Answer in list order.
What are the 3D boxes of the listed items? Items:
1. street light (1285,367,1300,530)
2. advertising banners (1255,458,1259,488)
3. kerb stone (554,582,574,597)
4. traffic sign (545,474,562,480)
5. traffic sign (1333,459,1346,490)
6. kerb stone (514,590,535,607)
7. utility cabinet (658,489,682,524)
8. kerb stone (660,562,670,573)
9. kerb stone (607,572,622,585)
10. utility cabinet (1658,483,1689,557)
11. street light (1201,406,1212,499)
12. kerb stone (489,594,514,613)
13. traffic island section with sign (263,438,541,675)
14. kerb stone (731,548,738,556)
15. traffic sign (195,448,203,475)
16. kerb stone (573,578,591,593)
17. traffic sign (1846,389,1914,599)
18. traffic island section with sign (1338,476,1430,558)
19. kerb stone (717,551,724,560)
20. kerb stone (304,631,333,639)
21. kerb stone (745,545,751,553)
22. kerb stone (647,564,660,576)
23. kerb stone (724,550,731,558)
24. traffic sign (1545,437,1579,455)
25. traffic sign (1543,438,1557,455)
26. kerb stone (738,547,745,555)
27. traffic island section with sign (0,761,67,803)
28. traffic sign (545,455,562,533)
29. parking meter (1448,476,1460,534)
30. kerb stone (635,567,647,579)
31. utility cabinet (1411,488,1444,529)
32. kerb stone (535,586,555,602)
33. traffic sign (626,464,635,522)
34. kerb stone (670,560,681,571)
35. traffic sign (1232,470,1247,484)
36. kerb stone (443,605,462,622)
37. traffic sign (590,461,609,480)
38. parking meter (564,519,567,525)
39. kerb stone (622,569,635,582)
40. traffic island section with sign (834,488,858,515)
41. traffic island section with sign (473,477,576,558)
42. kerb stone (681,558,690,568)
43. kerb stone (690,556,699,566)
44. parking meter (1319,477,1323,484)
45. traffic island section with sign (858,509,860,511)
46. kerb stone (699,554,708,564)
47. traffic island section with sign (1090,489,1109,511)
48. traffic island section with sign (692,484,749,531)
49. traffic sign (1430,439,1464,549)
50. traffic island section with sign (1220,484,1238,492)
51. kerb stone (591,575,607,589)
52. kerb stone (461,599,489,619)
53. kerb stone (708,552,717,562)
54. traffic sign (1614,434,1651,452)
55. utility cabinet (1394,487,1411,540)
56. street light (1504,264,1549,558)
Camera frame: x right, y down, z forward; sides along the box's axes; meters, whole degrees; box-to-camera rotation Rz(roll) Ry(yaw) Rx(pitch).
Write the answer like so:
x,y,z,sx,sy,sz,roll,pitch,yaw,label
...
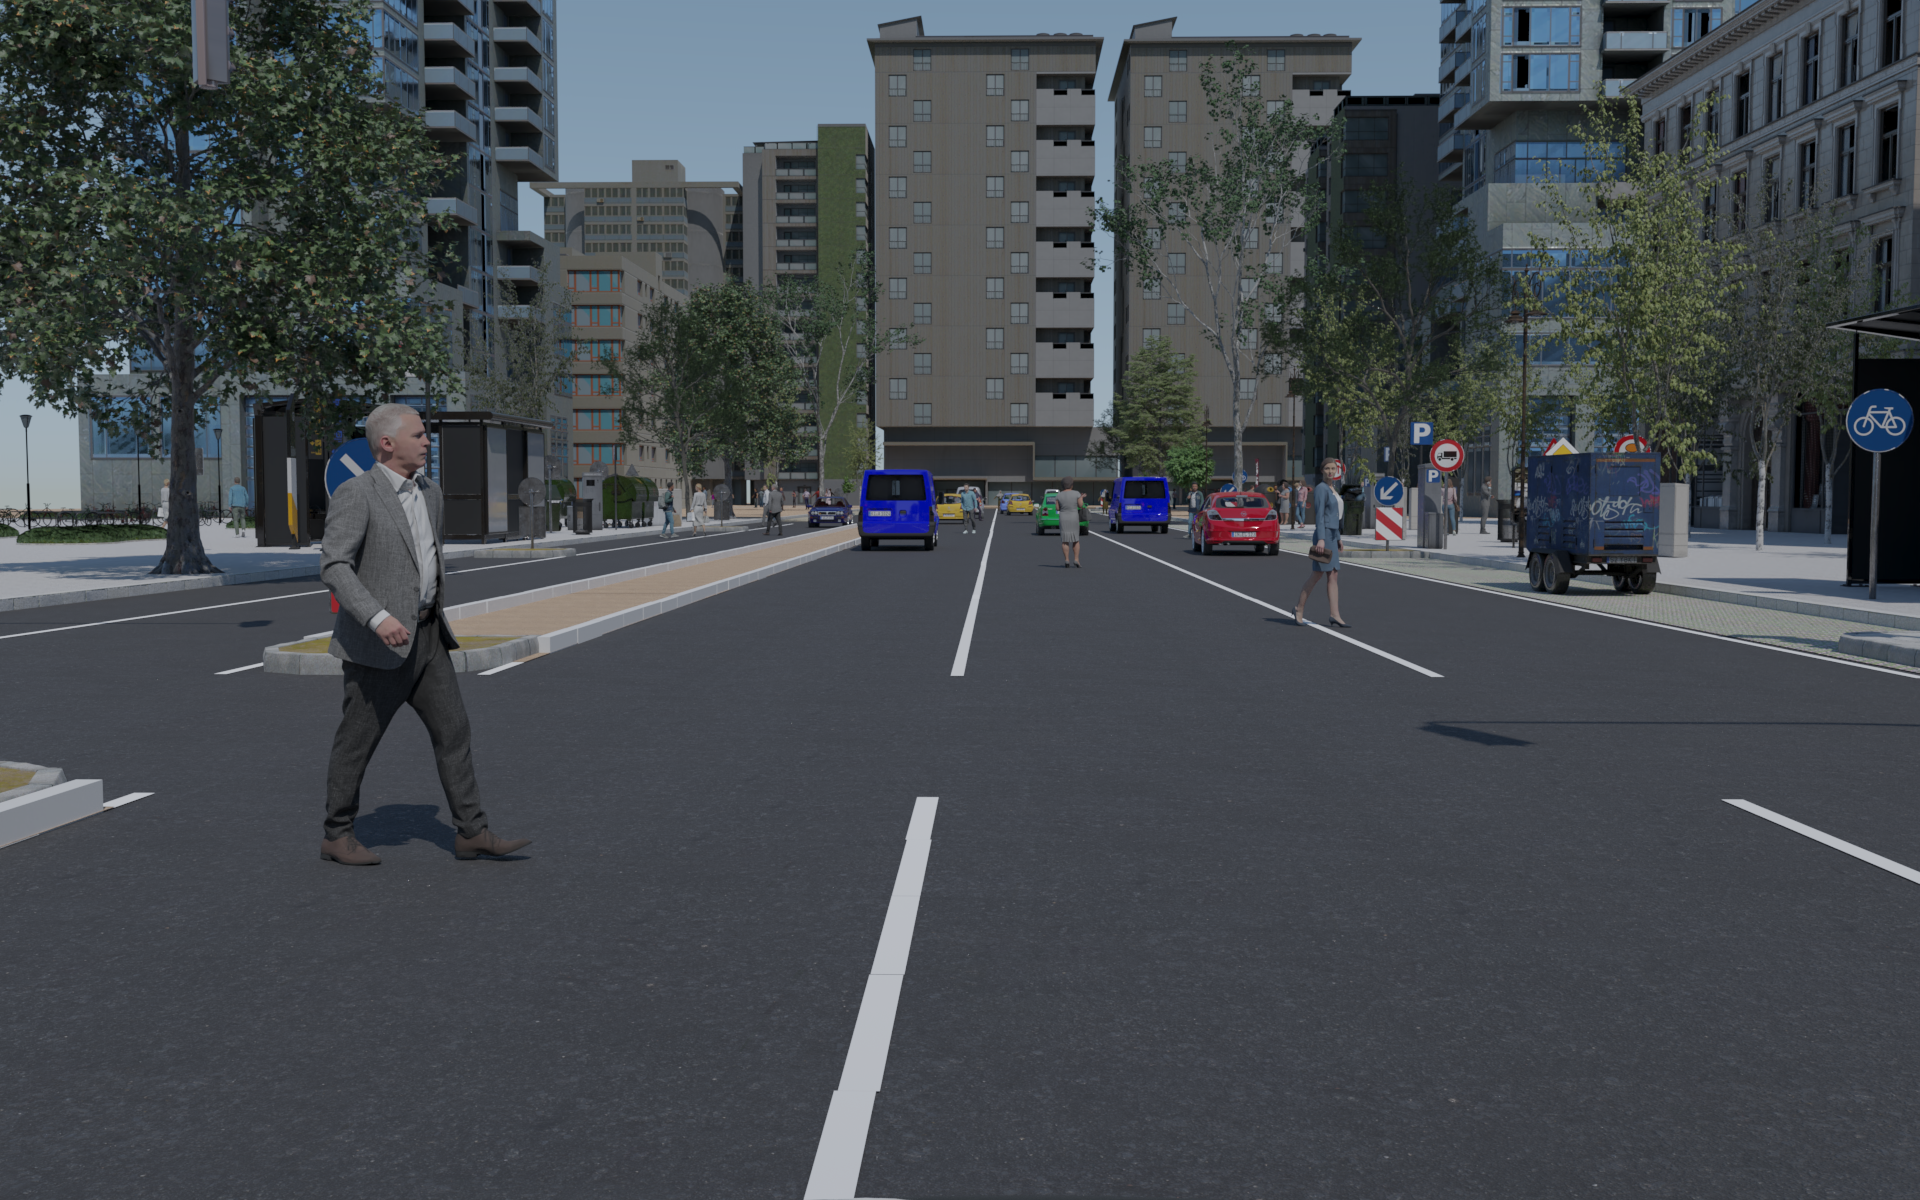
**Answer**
x,y,z,sx,sy,sz,roll,pitch,yaw,label
12.043,-5.488,62.520,0.468,5.910,1.993,0,4,1,street light
14.940,-5.474,85.695,0.090,3.025,2.074,2,4,30,advertising banners
-5.640,-0.129,24.308,0.120,0.150,1.000,0,4,1,kerb stone
-15.092,-3.904,63.834,0.884,2.594,0.081,0,4,5,traffic sign
13.673,-3.859,63.208,0.768,2.556,0.104,0,4,8,traffic sign
-5.685,0.002,22.252,0.120,0.150,1.000,0,4,1,kerb stone
-12.215,-3.898,72.403,1.173,1.500,0.318,-3,4,-37,utility cabinet
-5.469,-0.568,31.487,0.120,0.150,1.000,0,4,1,kerb stone
-5.560,-0.318,27.390,0.120,0.150,1.000,0,4,1,kerb stone
14.454,-1.631,35.346,0.318,1.500,1.173,0,4,-4,utility cabinet
12.703,-7.126,89.300,0.468,5.910,1.993,0,4,1,street light
-5.698,0.059,21.226,0.120,0.150,1.000,0,4,1,kerb stone
-4.794,-0.399,14.667,2.006,1.907,1.989,0,4,1,traffic island section with sign
-5.275,-1.066,39.710,0.120,0.150,1.000,0,4,1,kerb stone
-17.109,-2.224,38.497,0.606,2.300,0.079,0,4,3,traffic sign
-5.616,-0.192,25.330,0.120,0.150,1.000,0,4,1,kerb stone
11.131,-1.281,21.048,0.768,2.556,0.104,1,4,8,traffic sign
9.456,-1.878,39.336,1.989,1.847,2.006,0,4,1,traffic island section with sign
-5.321,-0.940,37.656,0.120,0.150,1.000,0,4,1,kerb stone
-5.828,0.374,16.074,0.120,0.150,1.000,0,4,1,kerb stone
-5.226,-1.190,41.765,0.120,0.150,1.000,0,4,1,kerb stone
-5.484,-0.506,30.464,0.120,0.150,1.000,0,4,1,kerb stone
-5.299,-1.009,38.687,0.120,0.150,1.000,0,4,1,kerb stone
13.905,-2.459,39.935,0.795,2.593,0.064,0,4,8,traffic sign
13.750,-2.459,40.202,0.884,2.594,0.081,0,4,3,traffic sign
-5.246,-1.131,40.731,0.120,0.150,1.000,0,4,1,kerb stone
-4.977,0.054,7.262,2.006,1.907,1.989,0,4,1,traffic island section with sign
-13.387,-3.455,56.591,0.768,2.556,0.104,0,4,4,traffic sign
15.722,-3.027,55.207,0.399,1.863,0.255,1,4,10,parking meter
-5.519,-0.443,29.443,0.120,0.150,1.000,0,4,1,kerb stone
16.663,-3.255,61.902,1.173,1.500,0.318,0,4,-2,utility cabinet
-5.663,-0.065,23.277,0.120,0.150,1.000,0,4,1,kerb stone
-14.055,-4.539,74.220,0.884,2.594,0.081,0,4,7,traffic sign
-5.438,-0.627,32.509,0.120,0.150,1.000,0,4,1,kerb stone
14.224,-5.383,88.125,0.768,2.556,0.104,0,4,3,traffic sign
-5.759,0.188,19.170,0.120,0.150,1.000,0,4,1,kerb stone
-13.943,-4.085,66.898,0.768,2.556,0.104,0,4,8,traffic sign
-16.417,-3.930,72.659,0.372,1.533,0.369,0,3,0,parking meter
-5.540,-0.380,28.417,0.120,0.150,1.000,0,4,1,kerb stone
-8.144,-6.631,117.052,1.989,1.847,2.006,0,4,1,traffic island section with sign
-9.952,-1.913,39.908,1.989,1.847,2.006,0,4,1,traffic island section with sign
-5.420,-0.693,33.531,0.120,0.150,1.000,0,4,1,kerb stone
-5.398,-0.749,34.568,0.120,0.150,1.000,0,4,1,kerb stone
11.520,-2.996,54.688,0.399,1.863,0.255,-2,4,-32,parking meter
-7.519,-8.280,144.000,1.989,1.847,2.006,0,4,1,traffic island section with sign
-5.371,-0.820,35.598,0.120,0.150,1.000,0,4,1,kerb stone
11.930,-8.335,144.899,1.989,1.847,2.006,0,4,1,traffic island section with sign
-9.305,-3.602,67.516,1.989,1.847,2.006,0,4,1,traffic island section with sign
11.243,-2.443,40.048,0.768,2.556,0.104,1,4,11,traffic sign
10.089,-3.526,66.284,1.989,1.847,2.006,0,4,1,traffic island section with sign
-5.583,-0.254,26.355,0.120,0.150,1.000,0,4,1,kerb stone
-5.729,0.123,20.192,0.120,0.150,1.000,0,4,1,kerb stone
-5.342,-0.879,36.626,0.120,0.150,1.000,0,4,1,kerb stone
14.351,-2.260,37.059,0.768,2.556,0.104,0,4,7,traffic sign
12.360,-2.438,48.538,0.318,1.500,1.173,1,4,16,utility cabinet
11.369,-3.800,34.919,0.468,5.910,1.993,0,4,1,street light
